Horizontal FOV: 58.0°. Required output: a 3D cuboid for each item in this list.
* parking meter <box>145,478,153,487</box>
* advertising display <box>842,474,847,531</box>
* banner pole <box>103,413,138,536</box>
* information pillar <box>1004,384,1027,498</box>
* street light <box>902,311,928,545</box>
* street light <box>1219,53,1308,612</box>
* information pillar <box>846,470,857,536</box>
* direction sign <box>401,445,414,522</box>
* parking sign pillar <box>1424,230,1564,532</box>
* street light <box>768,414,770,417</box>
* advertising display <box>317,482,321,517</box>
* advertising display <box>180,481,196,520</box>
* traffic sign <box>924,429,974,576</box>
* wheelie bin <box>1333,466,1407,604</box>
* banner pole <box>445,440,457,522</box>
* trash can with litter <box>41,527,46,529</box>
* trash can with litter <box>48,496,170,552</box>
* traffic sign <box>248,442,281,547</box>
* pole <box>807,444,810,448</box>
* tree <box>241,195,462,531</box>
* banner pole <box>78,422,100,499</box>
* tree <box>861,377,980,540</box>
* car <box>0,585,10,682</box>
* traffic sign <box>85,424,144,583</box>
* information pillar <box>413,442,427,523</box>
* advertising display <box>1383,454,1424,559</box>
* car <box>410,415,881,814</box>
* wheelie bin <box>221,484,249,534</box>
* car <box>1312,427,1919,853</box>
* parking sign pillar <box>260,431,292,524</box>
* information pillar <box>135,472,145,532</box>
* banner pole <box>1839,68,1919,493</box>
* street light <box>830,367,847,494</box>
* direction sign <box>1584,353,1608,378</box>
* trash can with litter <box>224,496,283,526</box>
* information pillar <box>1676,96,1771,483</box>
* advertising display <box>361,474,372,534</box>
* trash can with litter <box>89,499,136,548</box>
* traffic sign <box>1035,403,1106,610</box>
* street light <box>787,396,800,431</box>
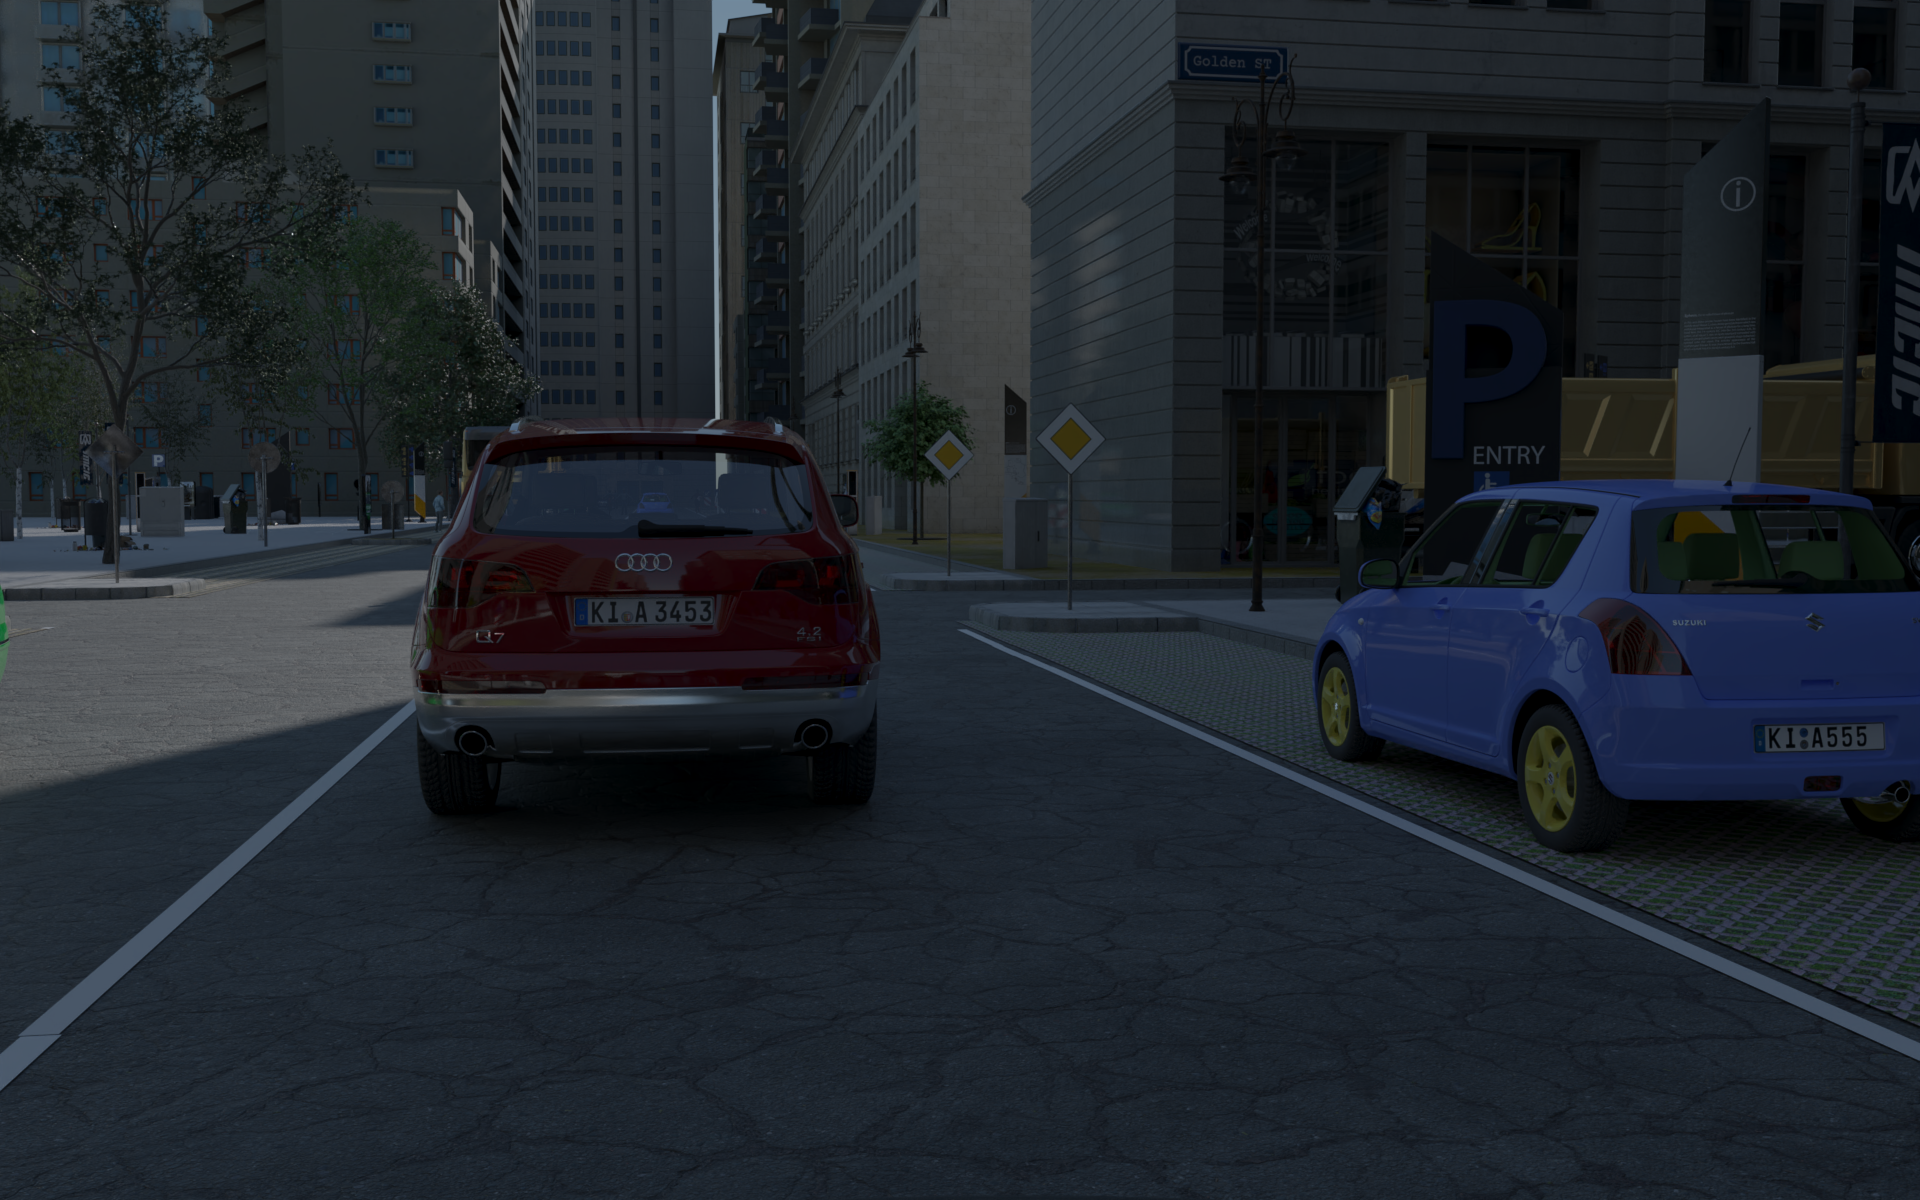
[{"bbox_3d":[-29.415,-3.481,62.625,0.255,1.863,0.399,3,4,39],"label":"parking meter"},{"bbox_3d":[-3.632,-3.068,55.372,0.123,1.923,0.974,-1,4,-11],"label":"advertising display"},{"bbox_3d":[-25.883,-3.876,53.396,0.863,3.779,0.401,-2,4,-28],"label":"banner pole"},{"bbox_3d":[1.164,-2.778,36.778,0.504,3.616,0.183,0,4,2],"label":"information pillar"},{"bbox_3d":[-1.144,-4.351,43.922,0.468,5.910,1.993,-1,4,-10],"label":"street light"},{"bbox_3d":[3.252,-2.813,18.786,0.468,5.910,1.993,-1,4,-10],"label":"street light"},{"bbox_3d":[-3.336,-2.994,53.436,0.304,2.012,0.304,-1,4,-12],"label":"information pillar"},{"bbox_3d":[-25.440,-5.373,79.850,0.876,3.537,0.379,2,4,33],"label":"direction sign"},{"bbox_3d":[5.383,-1.774,17.484,1.447,3.967,1.447,1,4,21],"label":"parking sign pillar"},{"bbox_3d":[-11.110,-7.814,100.541,0.468,5.910,1.993,-1,4,-10],"label":"street light"},{"bbox_3d":[-35.659,-5.578,96.415,0.123,1.923,0.974,-1,4,-17],"label":"advertising display"},{"bbox_3d":[-38.235,-4.921,85.675,0.974,1.923,0.123,1,4,16],"label":"advertising display"},{"bbox_3d":[-0.176,-1.427,26.979,0.795,2.450,0.064,-1,4,-10],"label":"traffic sign"},{"bbox_3d":[4.747,-0.743,20.051,0.693,1.594,0.980,-1,4,-14],"label":"wheelie bin"},{"bbox_3d":[-23.799,-5.565,81.009,0.401,3.779,0.863,1,4,17],"label":"banner pole"},{"bbox_3d":[-33.406,-3.315,65.253,2.233,1.210,1.678,-1,4,-9],"label":"trash can with litter"},{"bbox_3d":[-19.234,-1.731,39.367,2.233,1.210,1.678,-1,4,-11],"label":"trash can with litter"},{"bbox_3d":[-16.919,-2.571,42.145,0.768,2.556,0.104,0,4,-5],"label":"traffic sign"},{"bbox_3d":[-6.268,-4.732,71.204,0.158,3.312,0.155,0,3,0],"label":"pole"},{"bbox_3d":[-21.125,-8.261,60.821,9.928,11.665,9.643,0,3,0],"label":"tree"},{"bbox_3d":[-30.297,-4.304,60.395,0.401,3.779,0.863,3,4,37],"label":"banner pole"},{"bbox_3d":[-0.995,-3.978,48.758,4.285,4.588,4.351,0,3,0],"label":"tree"},{"bbox_3d":[-6.031,0.051,7.966,1.959,1.807,4.718,-1,4,-9],"label":"car"},{"bbox_3d":[-12.139,-1.300,24.895,0.795,2.450,0.064,-1,4,-10],"label":"traffic sign"},{"bbox_3d":[-24.075,-5.250,77.186,0.504,3.616,0.183,-3,5,-40],"label":"information pillar"},{"bbox_3d":[7.225,-1.388,27.902,0.974,1.923,0.123,-2,4,-24],"label":"advertising display"},{"bbox_3d":[-1.628,-0.045,9.406,2.281,1.827,5.304,-1,4,-8],"label":"car"},{"bbox_3d":[-23.460,-2.945,56.066,0.980,1.594,0.693,3,5,42],"label":"wheelie bin"},{"bbox_3d":[2.984,0.079,8.293,1.945,1.707,3.694,-1,4,-9],"label":"car"},{"bbox_3d":[-29.302,-5.236,74.083,1.447,3.967,1.447,-1,4,-14],"label":"parking sign pillar"},{"bbox_3d":[-27.814,-3.322,58.803,0.304,2.012,0.304,-2,4,-27],"label":"information pillar"},{"bbox_3d":[5.514,-1.243,10.333,0.863,3.779,0.401,-1,4,-9],"label":"banner pole"},{"bbox_3d":[-4.415,-5.506,62.804,0.468,5.910,1.993,-1,4,-10],"label":"street light"},{"bbox_3d":[10.324,-2.215,28.219,0.379,3.537,0.876,3,5,42],"label":"direction sign"},{"bbox_3d":[-28.701,-3.628,70.381,2.233,1.210,1.678,-1,4,-23],"label":"trash can with litter"},{"bbox_3d":[4.607,-1.169,10.470,0.504,3.616,0.183,3,5,41],"label":"information pillar"},{"bbox_3d":[-19.059,-3.085,55.649,0.123,1.923,0.974,-1,4,-9],"label":"advertising display"},{"bbox_3d":[-20.348,-1.848,41.600,1.055,1.170,0.624,0,4,5],"label":"trash can with litter"},{"bbox_3d":[1.213,-0.946,19.116,0.795,2.450,0.064,-1,4,-10],"label":"traffic sign"},{"bbox_3d":[-7.839,-6.659,81.659,0.468,5.910,1.993,-1,4,-10],"label":"street light"}]
